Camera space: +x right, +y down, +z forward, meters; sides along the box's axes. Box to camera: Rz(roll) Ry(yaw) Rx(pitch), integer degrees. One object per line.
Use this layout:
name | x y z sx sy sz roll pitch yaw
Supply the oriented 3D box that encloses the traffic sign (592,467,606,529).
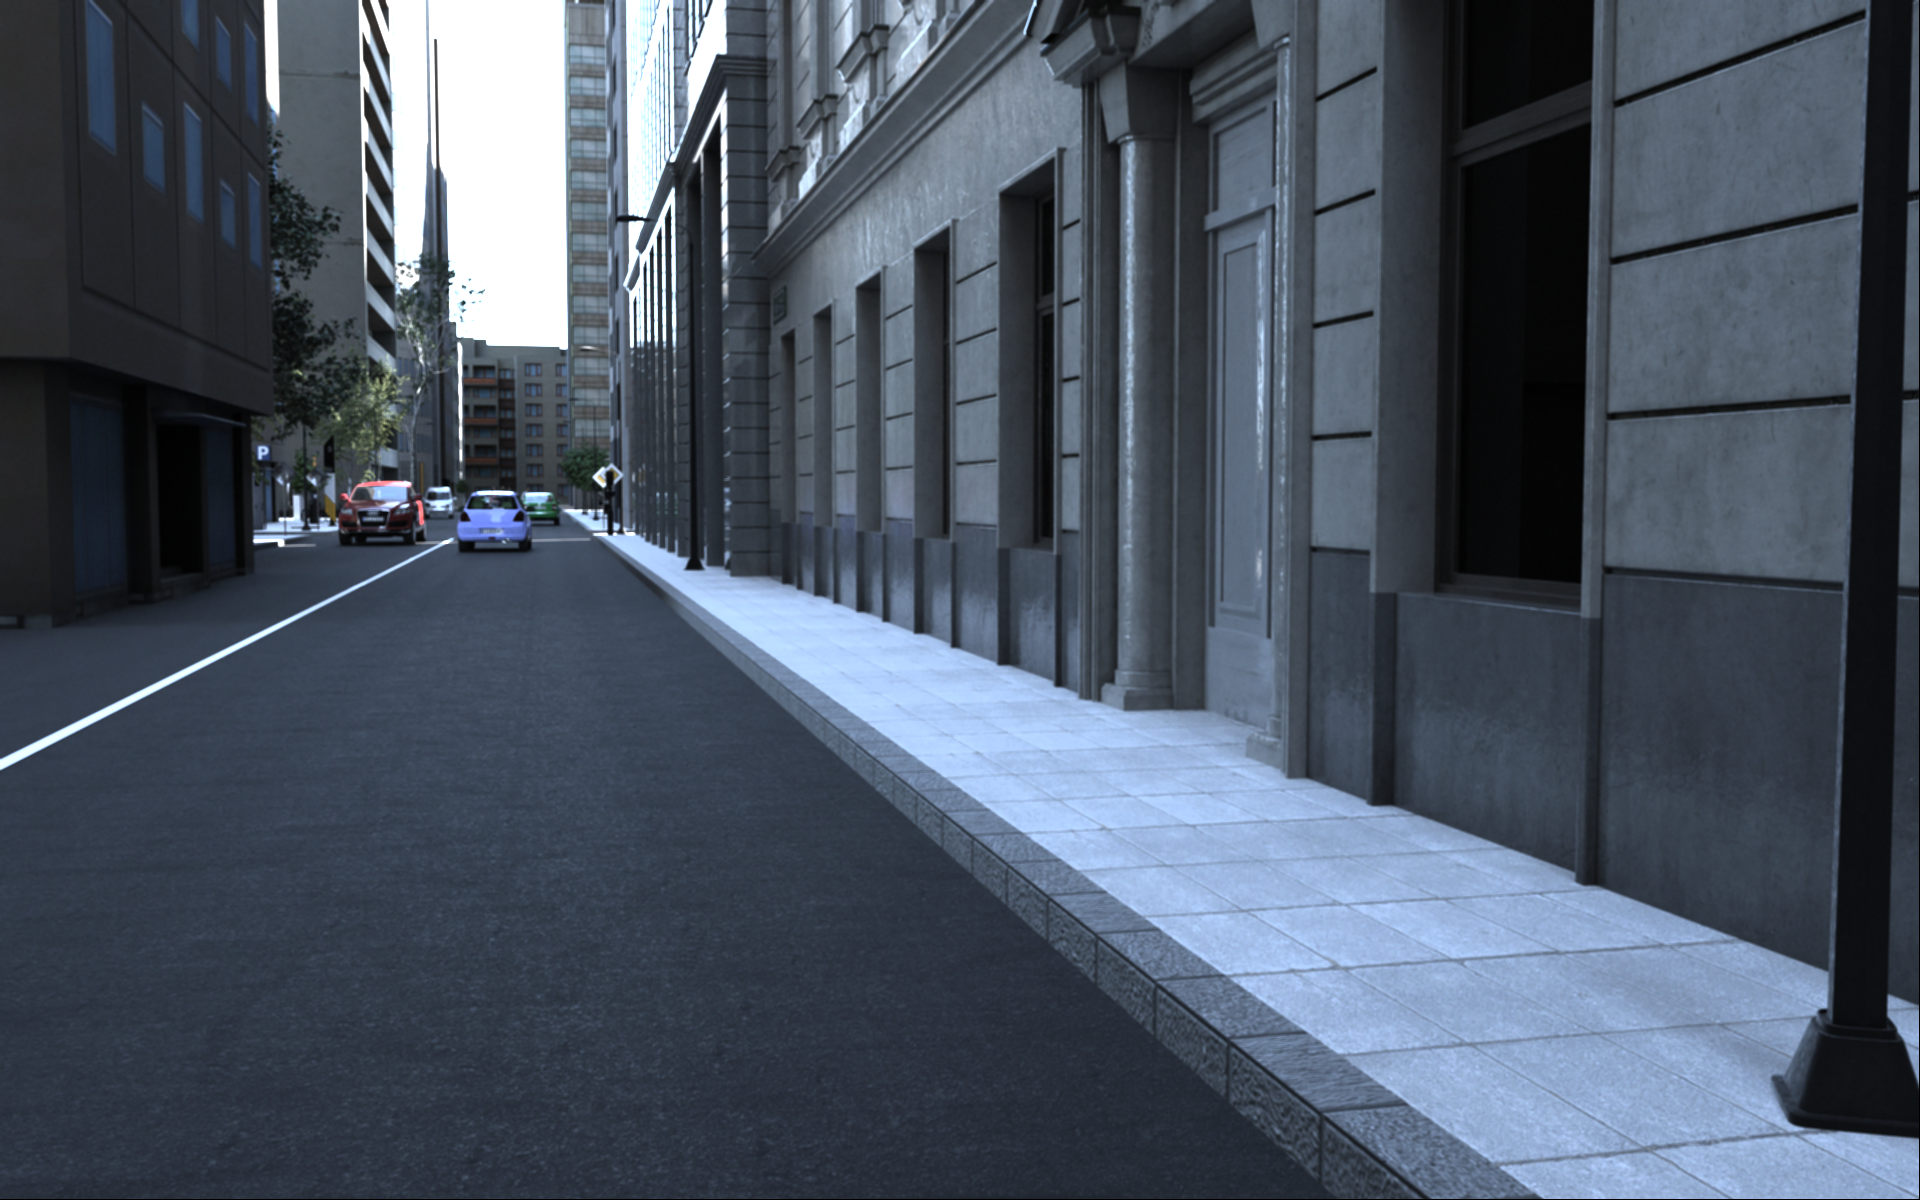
traffic sign | -12.942 -3.622 62.857 0.795 2.450 0.064 -1 4 -14

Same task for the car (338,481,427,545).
car | -16.714 -2.544 50.274 2.281 1.827 5.304 -1 4 -12

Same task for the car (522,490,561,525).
car | -19.562 -4.394 80.640 1.959 1.807 4.718 -1 4 -13

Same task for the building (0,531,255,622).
building | -17.625 -22.749 22.062 14.600 45.320 14.200 -1 4 -14

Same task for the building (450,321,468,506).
building | -70.301 -21.155 190.926 28.899 21.520 27.650 -1 4 -14

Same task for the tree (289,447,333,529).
tree | -24.500 -4.284 64.651 1.663 3.219 1.824 0 3 0

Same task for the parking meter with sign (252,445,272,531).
parking meter with sign | -24.975 -3.966 61.100 0.543 3.016 1.738 0 4 8

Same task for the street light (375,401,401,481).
street light | -28.676 -6.983 86.716 1.470 5.913 1.316 -1 4 -14

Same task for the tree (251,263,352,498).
tree | -20.415 -6.052 49.319 4.737 8.622 4.395 0 3 0

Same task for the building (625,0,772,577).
building | -1.777 -16.147 41.503 11.434 29.767 29.804 -1 4 -14

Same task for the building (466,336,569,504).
building | -63.865 -23.403 227.672 28.899 21.520 27.650 -1 4 -14

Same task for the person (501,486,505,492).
person | -20.424 -4.198 77.551 0.576 1.772 0.534 -2 4 -28

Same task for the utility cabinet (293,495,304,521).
utility cabinet | -32.154 -4.476 84.337 0.306 1.237 1.020 -3 4 -38

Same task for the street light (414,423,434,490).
street light | -34.822 -8.562 112.524 1.470 5.913 1.316 -1 4 -14

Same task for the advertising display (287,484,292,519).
advertising display | -34.940 -5.203 90.285 0.123 1.923 0.974 -2 4 -28

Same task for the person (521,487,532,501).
person | -23.860 -5.331 95.512 0.661 1.843 0.795 -2 4 -26

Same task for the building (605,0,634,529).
building | -4.383 -38.827 73.069 20.611 71.187 20.563 -1 4 -14

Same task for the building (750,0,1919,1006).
building | 9.813 -14.062 6.330 17.030 29.872 44.131 -1 4 -14

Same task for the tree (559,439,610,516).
tree | -22.442 -7.372 104.242 4.285 4.588 4.351 0 3 0

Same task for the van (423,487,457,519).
van | -30.544 -5.781 101.523 2.013 2.044 4.112 -1 4 -15

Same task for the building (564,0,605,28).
building | -23.998 -35.608 171.436 28.713 52.752 27.495 -1 4 -14

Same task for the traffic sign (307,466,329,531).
traffic sign | -22.469 -3.483 60.589 0.795 2.450 0.064 -1 4 -14

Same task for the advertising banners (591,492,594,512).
advertising banners | -25.870 -7.676 121.683 0.090 3.025 2.074 -1 4 -16

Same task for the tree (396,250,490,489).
tree | -40.440 -16.400 124.027 12.611 20.169 13.585 0 3 0

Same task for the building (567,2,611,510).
building | -26.575 -28.516 149.825 14.154 41.232 14.086 -1 4 -14

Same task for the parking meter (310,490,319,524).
parking meter | -27.874 -4.059 74.779 0.372 1.533 0.369 0 3 0

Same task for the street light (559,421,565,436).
street light | -24.395 -8.384 109.620 1.470 5.913 1.316 -1 4 -14

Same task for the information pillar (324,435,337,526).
information pillar | -25.084 -4.746 68.952 0.504 3.616 0.183 2 4 25

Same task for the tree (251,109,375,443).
tree | -18.348 -7.453 38.863 9.611 12.733 9.660 0 3 0

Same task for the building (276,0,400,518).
building | -45.382 -29.246 101.879 21.300 48.544 21.600 -1 4 -14

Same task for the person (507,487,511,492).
person | -26.926 -5.814 103.336 0.755 1.850 0.659 0 4 -3

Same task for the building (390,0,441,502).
building | -55.354 -36.819 143.981 21.231 58.520 28.212 -1 4 -14

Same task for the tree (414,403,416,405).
tree | -30.693 -8.571 90.493 4.737 8.622 4.395 0 3 0

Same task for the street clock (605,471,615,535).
street clock | -10.911 -3.023 54.002 0.358 2.002 0.471 -1 4 -10

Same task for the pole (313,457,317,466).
pole | -35.056 -6.137 94.189 0.158 3.312 0.155 0 3 0

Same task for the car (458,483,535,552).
car | -11.883 -2.126 44.356 1.945 1.707 3.694 -1 4 -12

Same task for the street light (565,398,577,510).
street light | -18.214 -6.808 83.845 1.470 5.913 1.316 -1 4 -14

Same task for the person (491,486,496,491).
person | -22.284 -4.545 82.827 0.388 1.821 0.555 3 4 38

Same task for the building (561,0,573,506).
building | -34.324 -40.103 197.677 21.231 58.520 28.212 -1 4 -14

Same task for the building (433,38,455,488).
building | -56.550 -31.574 166.350 14.600 45.320 14.200 -1 4 -14

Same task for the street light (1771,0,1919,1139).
street light | 1.333 -1.882 3.306 1.470 5.913 1.316 -1 4 -14

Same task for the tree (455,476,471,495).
tree | -51.648 -11.339 179.986 1.663 3.219 1.824 0 3 0

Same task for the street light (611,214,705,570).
street light | -5.027 -3.455 29.038 1.470 5.913 1.316 -1 4 -14

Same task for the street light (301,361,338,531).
street light | -22.304 -5.376 60.445 1.470 5.913 1.316 -1 4 -14

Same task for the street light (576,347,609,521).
street light | -11.324 -5.042 54.985 1.470 5.913 1.316 -1 4 -14

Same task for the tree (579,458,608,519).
tree | -18.941 -5.895 90.986 1.663 3.219 1.824 0 3 0

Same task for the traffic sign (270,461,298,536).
traffic sign | -20.597 -3.008 52.826 0.795 2.450 0.064 -1 4 -14

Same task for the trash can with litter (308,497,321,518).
trash can with litter | -34.752 -4.971 92.670 1.055 1.170 0.624 1 4 18

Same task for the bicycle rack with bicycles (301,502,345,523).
bicycle rack with bicycles | -28.578 -3.990 78.624 2.925 0.926 2.852 -2 4 -30

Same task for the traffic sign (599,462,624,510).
traffic sign | -11.070 -3.147 55.094 0.795 2.450 0.064 -1 4 -14

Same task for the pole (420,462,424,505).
pole | -34.747 -7.215 111.814 0.158 3.312 0.155 0 3 0

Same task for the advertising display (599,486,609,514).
advertising display | -22.274 -6.343 108.915 0.974 1.923 0.123 -1 4 -15

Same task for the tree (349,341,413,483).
tree | -29.345 -8.076 82.400 4.737 8.622 4.395 0 3 0
